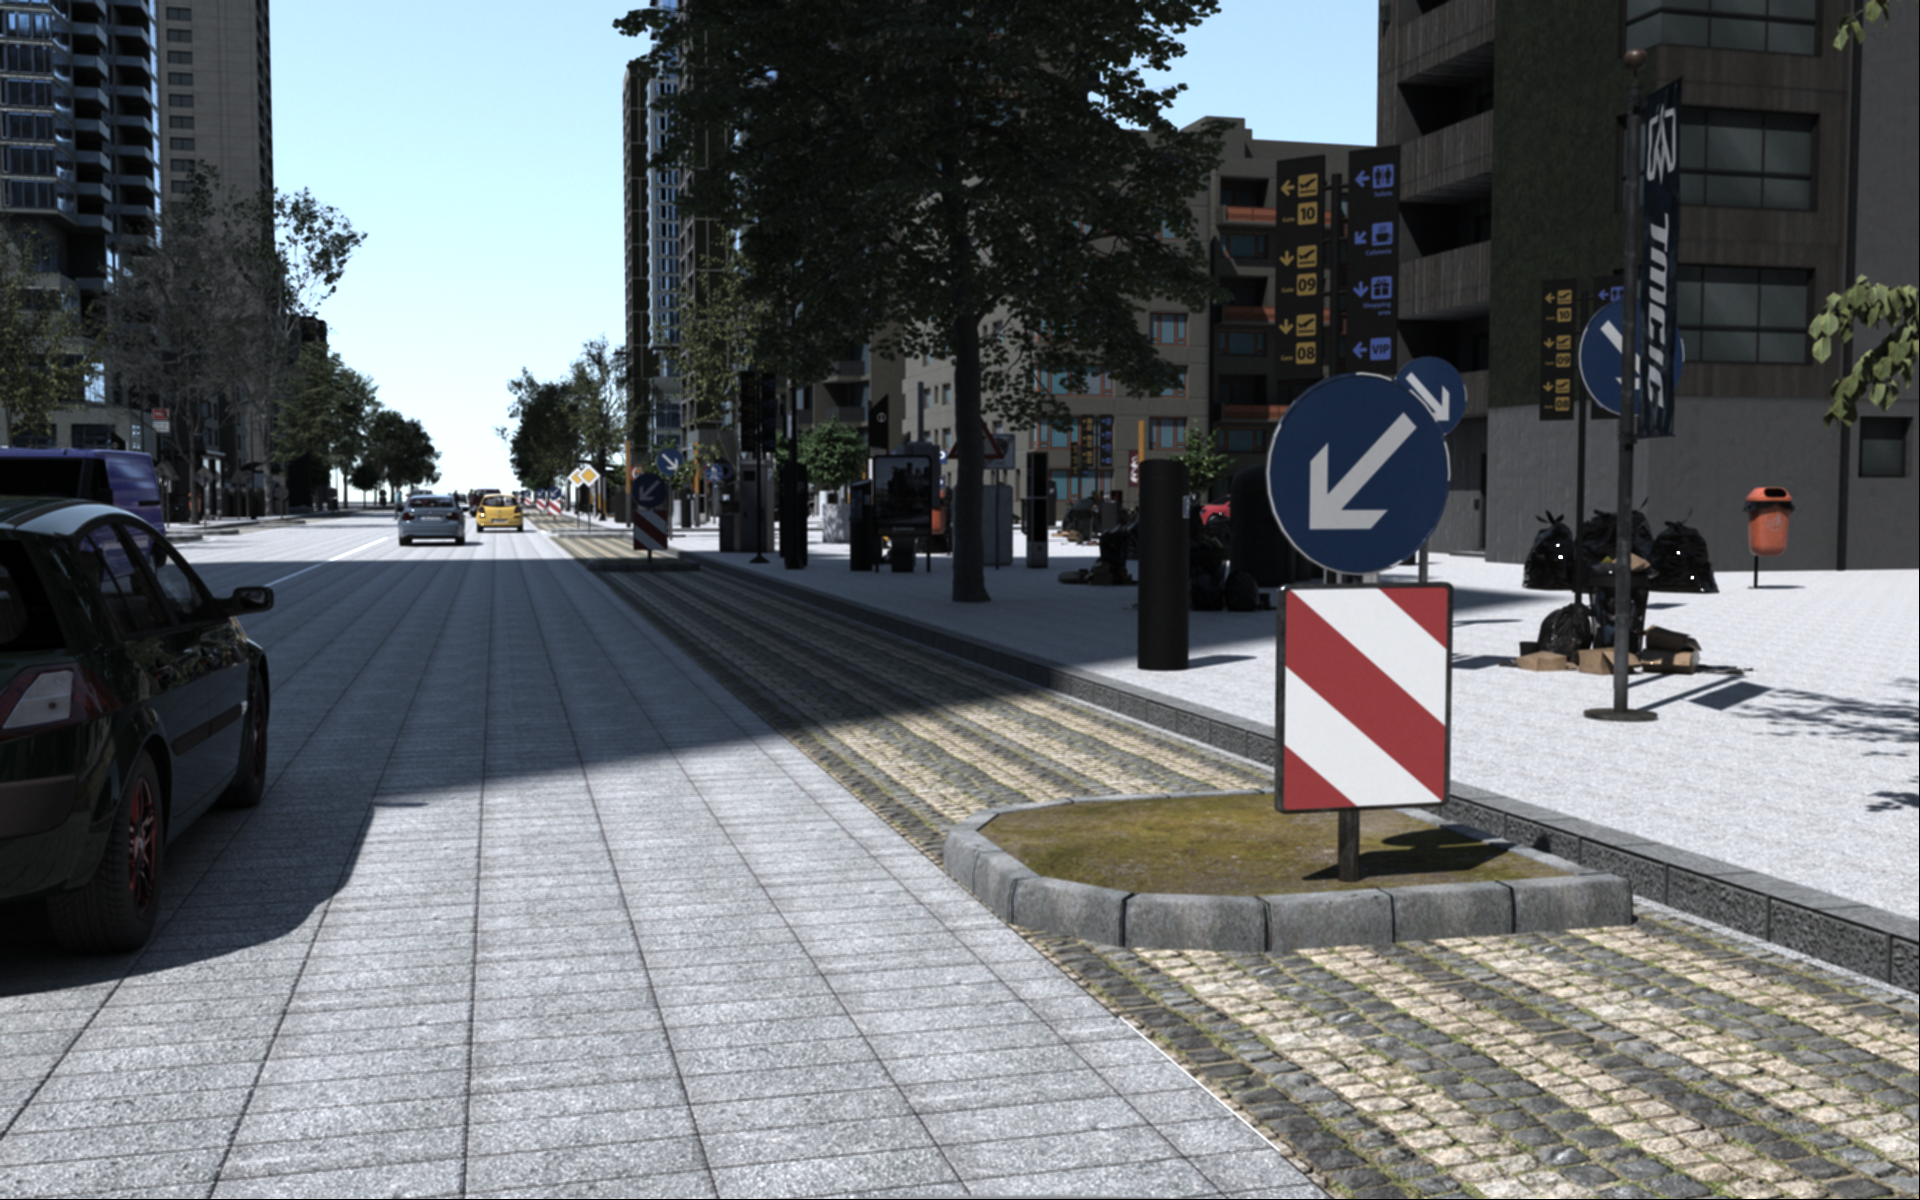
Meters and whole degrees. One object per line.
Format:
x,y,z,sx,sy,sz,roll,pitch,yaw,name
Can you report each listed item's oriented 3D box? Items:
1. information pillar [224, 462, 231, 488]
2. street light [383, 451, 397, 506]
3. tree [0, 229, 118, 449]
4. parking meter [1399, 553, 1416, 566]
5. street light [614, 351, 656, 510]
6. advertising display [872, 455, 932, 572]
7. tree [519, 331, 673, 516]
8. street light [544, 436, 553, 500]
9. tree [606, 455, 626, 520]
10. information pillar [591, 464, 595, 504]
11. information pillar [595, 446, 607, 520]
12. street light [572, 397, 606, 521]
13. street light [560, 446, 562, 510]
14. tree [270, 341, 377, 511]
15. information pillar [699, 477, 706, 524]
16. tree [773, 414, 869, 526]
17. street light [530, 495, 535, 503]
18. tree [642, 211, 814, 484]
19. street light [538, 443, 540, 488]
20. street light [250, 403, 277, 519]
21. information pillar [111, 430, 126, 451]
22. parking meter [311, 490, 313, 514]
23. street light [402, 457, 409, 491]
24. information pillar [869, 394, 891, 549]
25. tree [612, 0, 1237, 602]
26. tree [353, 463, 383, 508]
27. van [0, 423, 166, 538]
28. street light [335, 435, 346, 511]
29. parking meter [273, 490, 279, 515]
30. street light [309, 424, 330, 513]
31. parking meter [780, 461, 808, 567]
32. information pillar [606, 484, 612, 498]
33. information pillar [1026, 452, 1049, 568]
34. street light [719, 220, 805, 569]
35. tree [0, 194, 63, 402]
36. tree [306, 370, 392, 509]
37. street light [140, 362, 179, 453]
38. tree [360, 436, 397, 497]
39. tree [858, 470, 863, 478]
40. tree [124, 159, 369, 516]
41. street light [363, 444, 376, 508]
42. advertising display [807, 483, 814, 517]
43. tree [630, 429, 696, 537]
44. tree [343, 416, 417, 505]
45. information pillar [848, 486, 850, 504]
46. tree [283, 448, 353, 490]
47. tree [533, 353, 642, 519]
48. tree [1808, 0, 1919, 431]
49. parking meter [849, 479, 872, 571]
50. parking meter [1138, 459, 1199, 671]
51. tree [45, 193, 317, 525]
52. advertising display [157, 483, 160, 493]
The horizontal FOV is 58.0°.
-53.050,-8.204,125.482,0.504,3.616,0.183,1,4,13,information pillar
-62.019,-13.182,188.064,1.470,5.913,1.316,-1,4,-15,street light
-25.793,-5.945,47.568,4.737,8.622,4.395,0,3,0,tree
7.987,-1.558,31.179,0.399,1.863,0.255,3,5,44,parking meter
-10.559,-5.138,56.547,1.470,5.913,1.316,-1,4,-15,street light
-0.945,-1.420,28.427,0.974,1.923,0.123,0,3,0,advertising display
-21.040,-10.111,99.735,8.767,10.594,7.601,-1,4,-19,tree
-32.181,-10.072,137.211,1.470,5.913,1.316,-1,4,-15,street light
-16.849,-5.603,86.212,1.663,3.219,1.824,0,3,0,tree
-24.729,-7.687,117.041,0.504,3.616,0.183,-3,5,-44,information pillar
-17.494,-5.708,84.682,0.183,3.616,0.504,2,4,26,information pillar
-17.777,-6.765,83.155,1.470,5.913,1.316,-1,4,-15,street light
-24.903,-8.399,109.862,1.470,5.913,1.316,-1,4,-15,street light
-47.243,-12.877,128.663,7.486,12.596,7.792,0,3,0,tree
-11.042,-4.262,74.175,0.304,2.012,0.304,0,4,-5,information pillar
-4.904,-5.215,68.980,4.285,4.588,4.351,0,3,0,tree
-44.815,-12.951,184.290,1.470,5.913,1.316,-1,4,-15,street light
-5.405,-5.629,42.402,4.737,8.622,4.395,0,3,0,tree
-37.669,-11.318,157.588,1.470,5.913,1.316,-1,4,-15,street light
-35.479,-7.076,88.232,1.470,5.913,1.316,-1,4,-15,street light
-30.877,-4.418,63.581,0.504,3.616,0.183,0,4,-3,information pillar
-42.539,-6.416,113.318,0.372,1.533,0.369,0,3,0,parking meter
-69.584,-14.873,215.713,1.470,5.913,1.316,-1,4,-15,street light
-1.887,-3.007,40.525,0.504,3.616,0.183,1,4,17,information pillar
-0.283,-6.246,20.251,7.486,12.596,7.792,0,3,0,tree
-56.447,-11.051,164.390,4.285,4.588,4.351,0,3,0,tree
-11.981,-1.125,22.781,2.240,2.365,5.245,-1,4,-14,van
-47.887,-9.913,134.619,1.470,5.913,1.316,-1,4,-15,street light
-42.615,-6.089,107.969,0.372,1.533,0.369,0,3,0,parking meter
-42.713,-8.743,115.483,1.470,5.913,1.316,-1,4,-15,street light
-2.906,-1.529,30.704,0.255,1.863,0.399,3,4,38,parking meter
-24.399,-7.096,120.512,0.304,2.012,0.304,1,4,12,information pillar
1.343,-1.566,30.091,0.304,2.012,0.304,-1,4,-16,information pillar
-3.346,-3.472,29.312,1.470,5.913,1.316,-1,4,-15,street light
-23.943,-5.603,41.964,4.360,8.622,3.978,0,3,0,tree
-51.312,-13.385,144.603,9.928,11.665,9.643,0,3,0,tree
-28.095,-5.397,60.776,1.470,5.913,1.316,-1,4,-15,street light
-67.756,-15.367,201.620,4.360,8.622,3.978,0,3,0,tree
-6.287,-6.862,106.797,1.663,3.219,1.824,0,3,0,tree
-40.924,-14.890,99.337,12.611,20.169,13.585,0,3,0,tree
-54.941,-11.548,161.345,1.470,5.913,1.316,-1,4,-15,street light
-8.465,-5.485,94.890,0.974,1.923,0.123,-1,4,-12,advertising display
-8.646,-3.501,51.847,1.663,3.219,1.824,0,3,0,tree
-65.429,-15.866,193.823,7.601,10.594,8.767,3,5,45,tree
-5.044,-5.340,78.661,0.183,3.616,0.504,0,4,-1,information pillar
-45.790,-8.418,121.344,4.285,4.588,4.351,0,3,0,tree
-18.952,-8.584,90.704,4.737,8.622,4.395,0,3,0,tree
4.431,-3.411,6.136,4.737,8.622,4.395,0,3,0,tree
-1.654,-1.259,29.003,0.372,1.533,0.369,0,3,0,parking meter
1.493,-0.262,12.699,0.372,1.533,0.369,0,3,0,parking meter
-32.053,-9.875,71.832,12.009,13.543,11.850,0,3,0,tree
-40.099,-4.925,85.744,0.974,1.923,0.123,0,4,-2,advertising display
